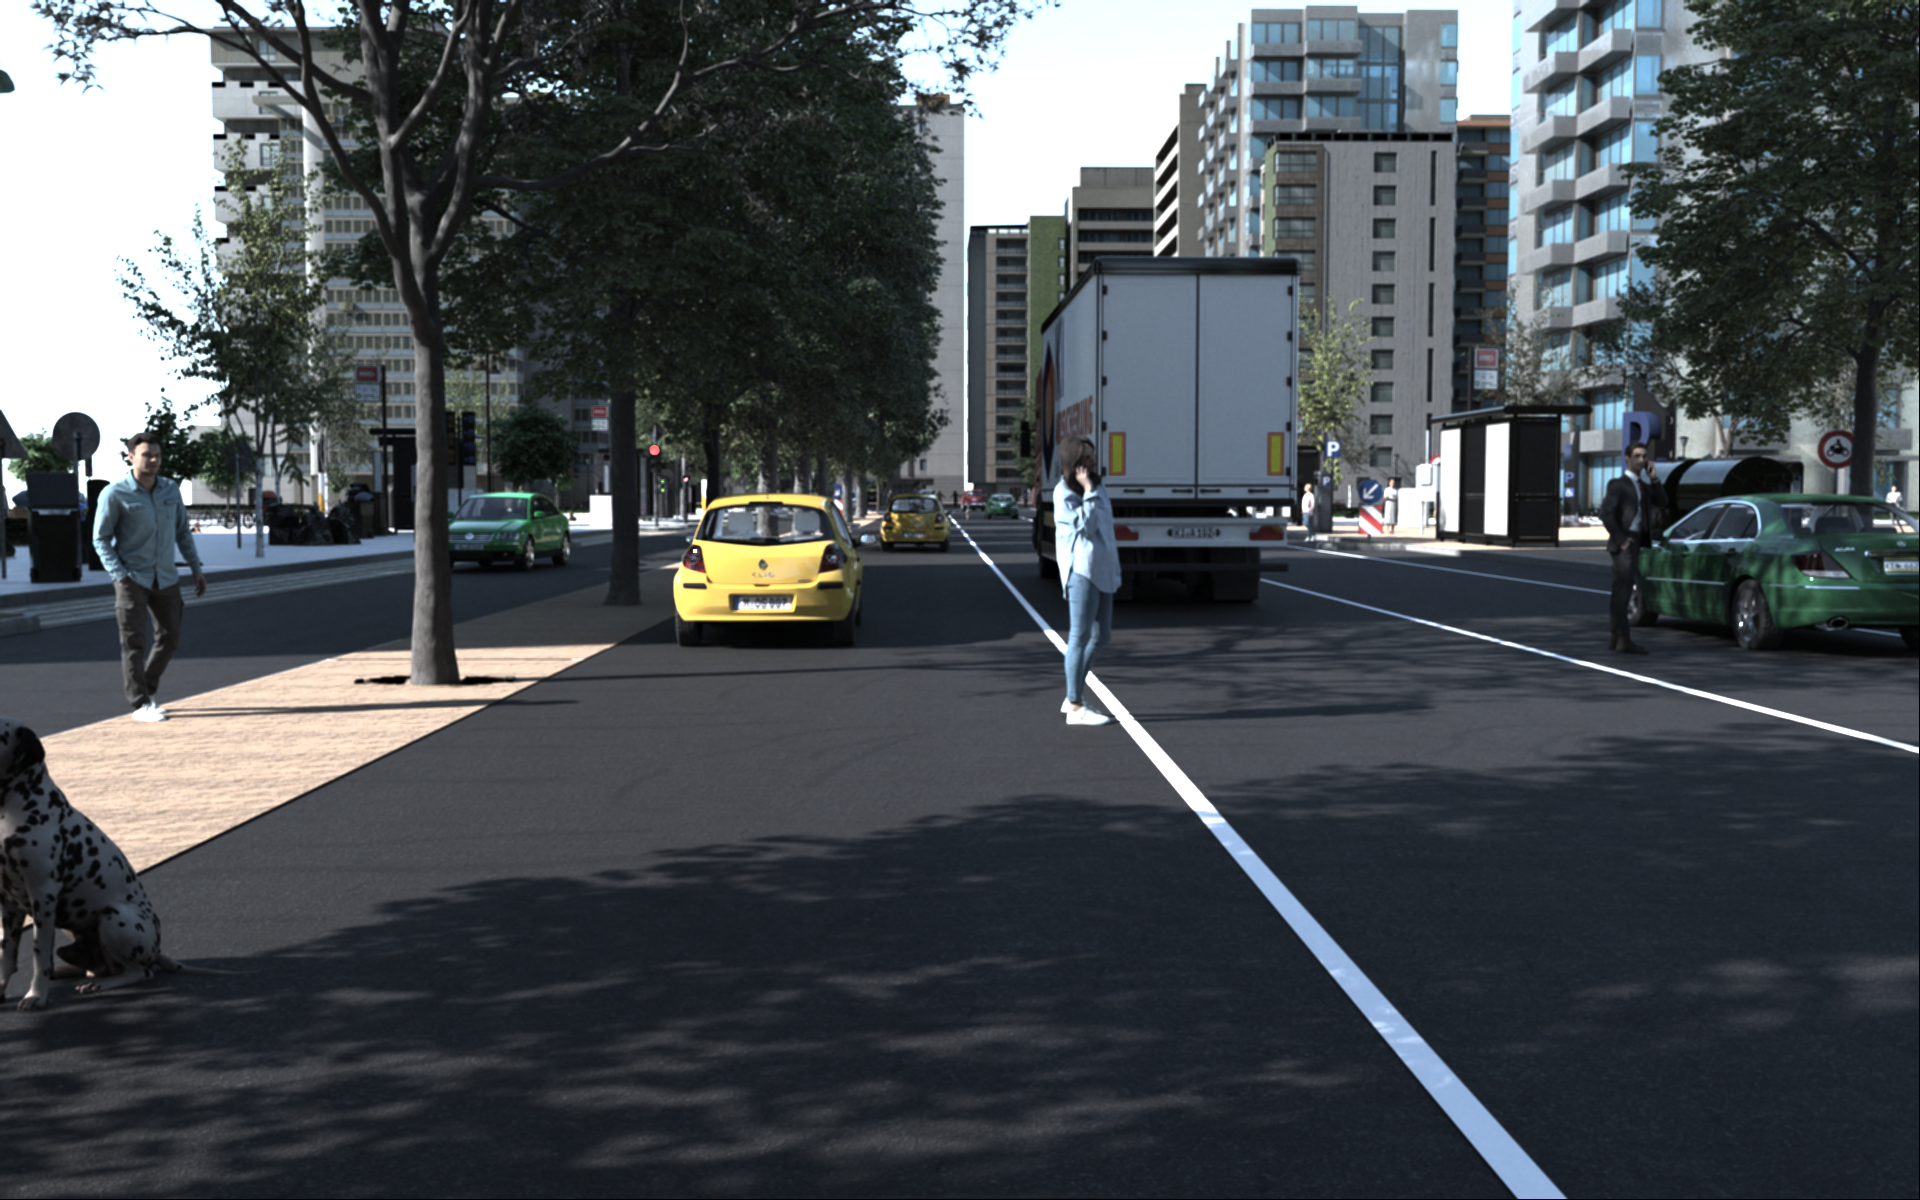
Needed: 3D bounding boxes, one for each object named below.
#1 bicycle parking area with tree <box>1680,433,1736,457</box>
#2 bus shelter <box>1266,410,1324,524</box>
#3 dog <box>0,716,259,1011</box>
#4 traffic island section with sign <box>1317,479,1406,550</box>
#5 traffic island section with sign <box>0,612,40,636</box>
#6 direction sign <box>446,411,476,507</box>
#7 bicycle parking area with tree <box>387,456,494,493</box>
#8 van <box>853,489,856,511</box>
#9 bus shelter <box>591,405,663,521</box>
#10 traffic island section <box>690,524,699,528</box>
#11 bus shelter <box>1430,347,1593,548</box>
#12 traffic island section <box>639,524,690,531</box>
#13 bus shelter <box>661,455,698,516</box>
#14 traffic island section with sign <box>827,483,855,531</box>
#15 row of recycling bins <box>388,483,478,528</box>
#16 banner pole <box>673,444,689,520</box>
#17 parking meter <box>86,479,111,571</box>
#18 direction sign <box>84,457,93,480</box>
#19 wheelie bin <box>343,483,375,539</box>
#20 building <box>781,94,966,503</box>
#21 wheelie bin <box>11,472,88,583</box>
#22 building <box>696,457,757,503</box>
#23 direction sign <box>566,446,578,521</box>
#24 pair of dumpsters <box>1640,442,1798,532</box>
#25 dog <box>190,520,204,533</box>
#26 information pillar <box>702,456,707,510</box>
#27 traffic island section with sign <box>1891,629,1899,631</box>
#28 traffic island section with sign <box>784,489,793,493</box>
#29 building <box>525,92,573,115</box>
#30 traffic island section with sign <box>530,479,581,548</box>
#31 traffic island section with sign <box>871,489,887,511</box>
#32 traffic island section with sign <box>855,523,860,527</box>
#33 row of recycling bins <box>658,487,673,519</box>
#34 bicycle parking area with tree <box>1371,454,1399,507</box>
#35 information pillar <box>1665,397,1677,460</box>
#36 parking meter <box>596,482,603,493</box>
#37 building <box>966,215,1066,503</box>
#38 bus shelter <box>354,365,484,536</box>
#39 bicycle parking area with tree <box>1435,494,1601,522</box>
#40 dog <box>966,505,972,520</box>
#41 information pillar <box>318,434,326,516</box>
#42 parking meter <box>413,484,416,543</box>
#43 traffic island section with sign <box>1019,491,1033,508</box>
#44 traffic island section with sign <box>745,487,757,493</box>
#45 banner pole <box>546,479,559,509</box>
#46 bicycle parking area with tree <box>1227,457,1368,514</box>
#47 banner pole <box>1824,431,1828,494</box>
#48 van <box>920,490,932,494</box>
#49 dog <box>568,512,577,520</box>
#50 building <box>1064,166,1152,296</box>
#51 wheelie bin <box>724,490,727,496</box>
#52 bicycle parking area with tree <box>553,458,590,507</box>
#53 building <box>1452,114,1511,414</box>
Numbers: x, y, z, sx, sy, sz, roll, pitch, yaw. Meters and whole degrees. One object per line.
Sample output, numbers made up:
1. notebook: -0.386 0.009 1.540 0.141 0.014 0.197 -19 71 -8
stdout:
1. bicycle parking area with tree: 36.123 -5.945 84.208 9.016 4.147 8.231 1 4 12
2. bus shelter: 15.101 -6.199 78.990 2.179 5.291 8.768 0 4 -1
3. dog: -2.459 0.723 5.011 0.800 0.831 0.513 -1 4 -22
4. traffic island section with sign: 10.389 -2.232 45.121 1.989 1.847 2.006 0 4 -1
5. traffic island section with sign: -10.659 -0.554 17.689 1.989 1.847 2.006 0 4 -1
6. direction sign: -13.716 -3.392 47.464 0.876 3.537 0.379 -2 4 -27
7. bicycle parking area with tree: -34.914 -8.121 119.777 8.231 4.147 9.016 1 4 18
8. van: -9.526 -8.578 147.257 2.013 2.044 4.112 0 4 0
9. bus shelter: -15.654 -6.334 81.201 2.179 5.291 8.768 0 4 -1
10. traffic island section: -11.980 -3.254 75.482 2.009 0.180 2.903 0 4 -1
11. bus shelter: 13.780 -4.128 45.128 2.179 5.291 8.768 0 4 -1
12. traffic island section: -11.843 -2.766 67.498 2.009 0.180 2.903 0 4 -1
13. bus shelter: -17.043 -7.007 105.846 1.731 3.624 6.357 0 4 -1
14. traffic island section with sign: -5.258 -3.652 67.844 2.006 1.907 1.989 0 4 -1
15. row of recycling bins: -19.971 -3.570 65.488 3.534 1.692 1.069 0 4 -6
16. banner pole: -14.015 -5.941 87.152 0.863 3.779 0.401 -2 4 -25
17. parking meter: -14.479 -1.269 29.153 0.372 1.533 0.369 0 3 0
18. direction sign: -39.801 -5.331 79.164 0.379 3.537 0.876 0 4 -6
19. wheelie bin: -17.273 -2.565 49.839 0.980 1.594 0.693 1 4 23
20. building: -13.473 -43.775 257.718 28.212 58.520 21.231 0 4 -1
21. wheelie bin: -13.247 -1.059 25.220 0.980 1.594 0.693 -2 4 -33
22. building: -34.559 -34.913 254.423 14.086 41.232 14.154 0 4 -1
23. direction sign: -18.363 -5.507 82.031 0.379 3.537 0.876 2 4 27
24. pair of dumpsters: 14.756 -1.937 34.171 1.574 2.255 4.437 0 4 -1
25. dog: -25.442 -2.450 57.788 0.550 0.427 0.748 -1 4 -9
26. information pillar: -14.655 -6.619 99.574 0.504 3.616 0.183 3 5 45
27. traffic island section with sign: 10.853 -0.568 17.910 1.989 1.847 2.006 0 4 -1
28. traffic island section with sign: -12.541 -7.263 127.382 1.989 1.847 2.006 0 4 -1
29. building: -70.082 -43.704 256.558 28.212 58.520 21.231 0 4 -1
30. traffic island section with sign: -11.154 -2.286 45.999 1.989 1.847 2.006 0 4 -1
31. traffic island section with sign: -6.667 -8.700 150.377 2.006 1.907 1.989 0 4 -1
32. traffic island section with sign: -5.375 -4.105 75.250 2.006 1.907 1.989 0 4 -1
33. row of recycling bins: -16.823 -5.162 91.506 3.534 1.692 1.069 1 4 12
34. bicycle parking area with tree: 29.064 -8.406 124.437 8.231 4.147 9.016 0 4 -2
35. information pillar: 17.251 -3.112 42.231 0.183 3.616 0.504 -1 4 -17
36. parking meter: -17.781 -4.874 85.394 0.255 1.863 0.399 -2 4 -27
37. building: 8.089 -34.965 255.269 14.086 41.232 14.154 0 4 -1
38. bus shelter: -17.751 -4.827 56.560 2.179 5.291 8.768 0 4 -1
39. bicycle parking area with tree: 27.506 -5.904 83.526 9.016 4.147 8.231 1 4 16
40. dog: 0.373 -4.858 96.269 0.513 0.831 0.800 3 4 38
41. information pillar: -24.812 -4.647 67.333 0.183 3.616 0.504 0 4 -1
42. parking meter: -14.225 -2.281 45.706 0.372 1.533 0.369 0 3 0
43. traffic island section with sign: 7.665 -12.012 205.028 1.989 1.847 2.006 0 4 -1
44. traffic island section with sign: -12.082 -5.607 100.302 1.989 1.847 2.006 0 4 -1
45. banner pole: -18.435 -5.398 78.281 0.863 3.779 0.401 -1 4 -14
46. bicycle parking area with tree: 21.425 -7.787 114.314 9.016 4.147 8.231 2 4 24
47. banner pole: 34.403 -4.821 68.833 0.401 3.779 0.863 2 4 30
48. van: -3.534 -10.841 184.264 2.013 2.044 4.112 0 4 -2
49. dog: -19.228 -4.155 85.671 0.550 0.427 0.748 -1 4 -15
50. building: 26.247 -38.830 258.568 21.600 48.544 21.300 0 4 -1
51. wheelie bin: -17.651 -7.348 128.045 0.980 1.594 0.693 -2 4 -25
52. bicycle parking area with tree: -31.402 -9.406 140.787 9.016 4.147 8.231 -2 4 -29
53. building: 62.328 -33.509 202.500 28.867 44.769 22.147 0 4 -1
